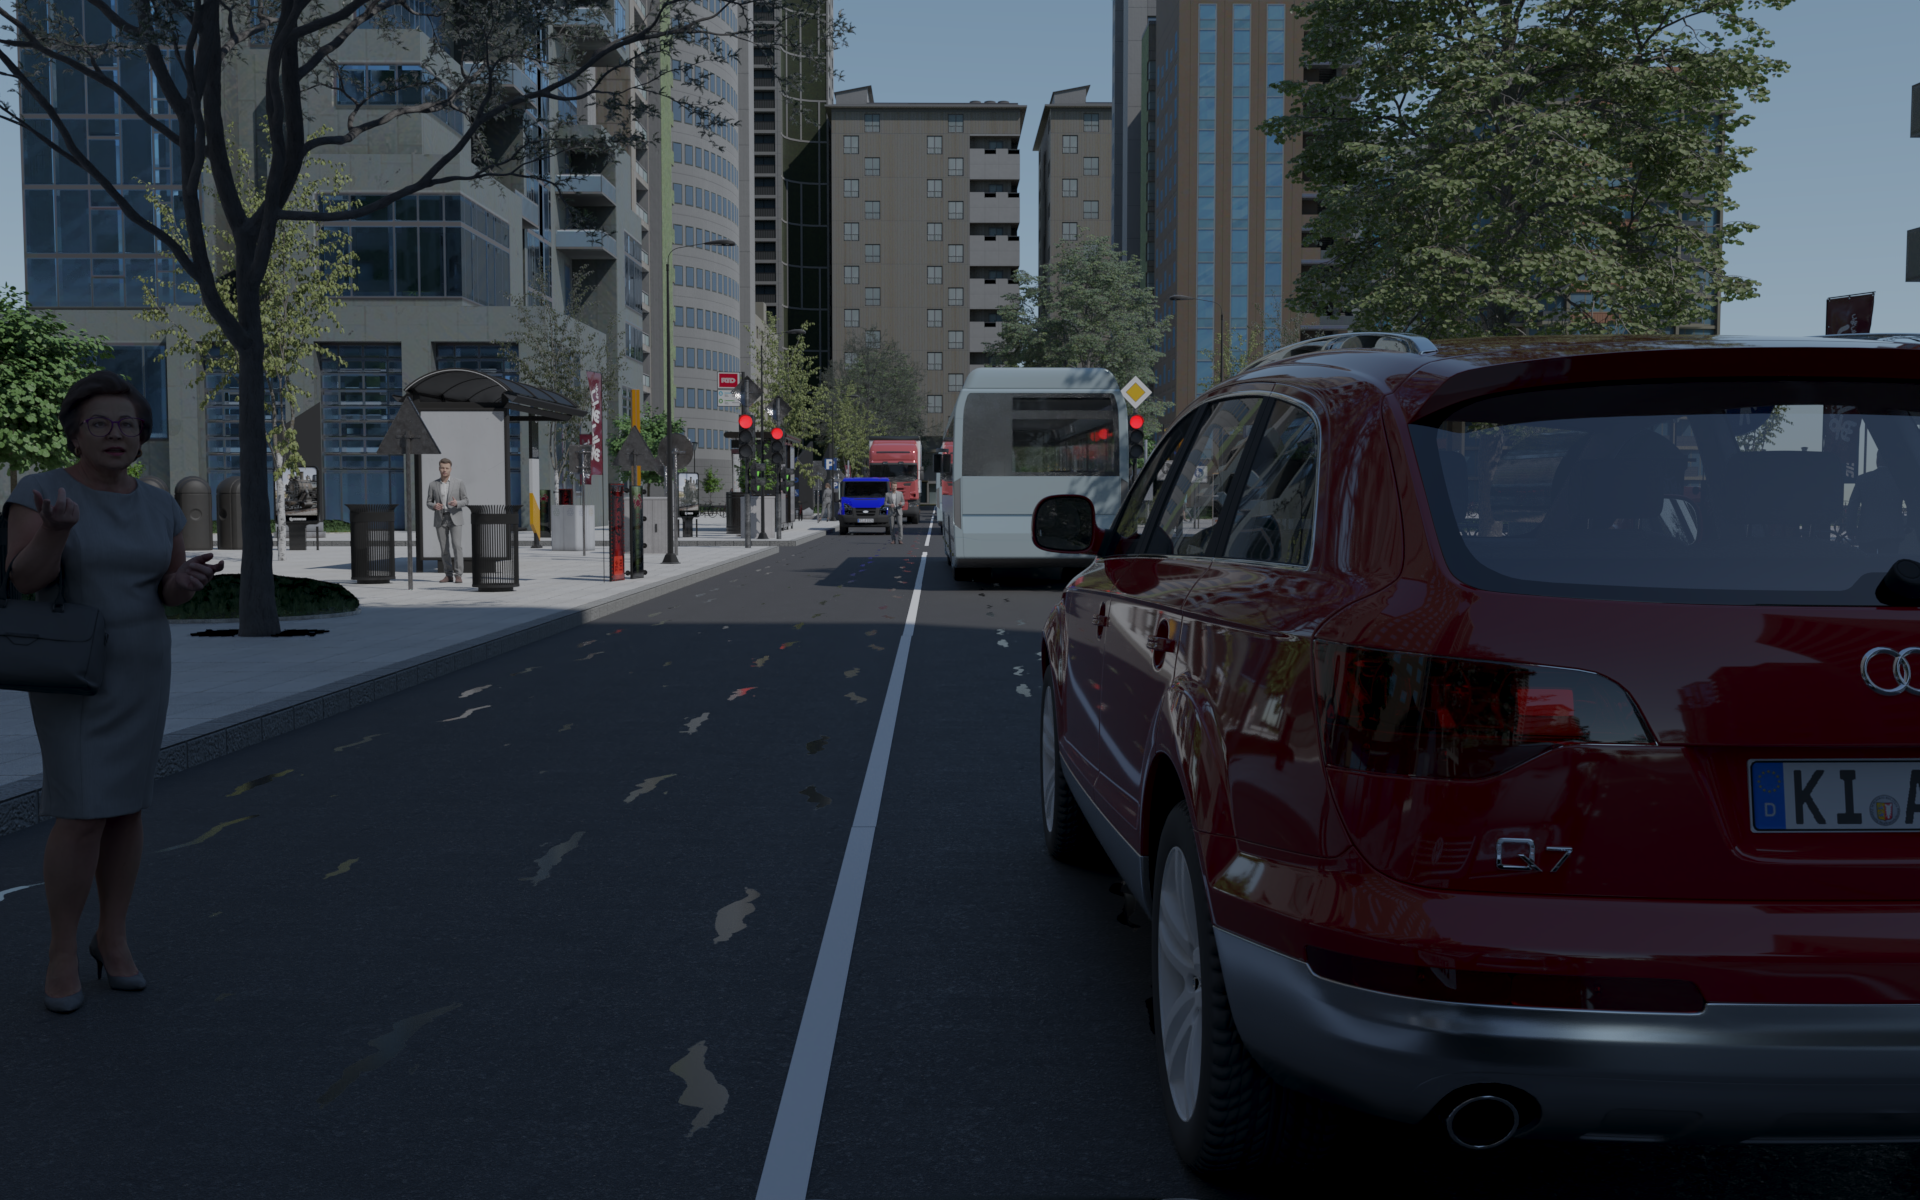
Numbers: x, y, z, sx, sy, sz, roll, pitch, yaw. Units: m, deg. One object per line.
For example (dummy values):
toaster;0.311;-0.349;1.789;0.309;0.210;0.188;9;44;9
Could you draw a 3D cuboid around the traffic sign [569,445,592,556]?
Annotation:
traffic sign;-7.788;-2.062;35.840;0.606;2.300;0.079;0;4;5

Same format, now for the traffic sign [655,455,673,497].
traffic sign;-8.839;-3.177;52.044;0.768;2.556;0.104;1;4;9

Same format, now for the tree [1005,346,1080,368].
tree;6.015;-12.461;121.858;7.486;12.596;7.792;0;3;0

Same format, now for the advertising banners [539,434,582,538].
advertising banners;-11.508;-3.318;50.439;2.074;3.025;0.090;1;4;21

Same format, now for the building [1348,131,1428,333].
building;53.652;-37.399;231.081;30.456;49.044;23.786;0;4;-1

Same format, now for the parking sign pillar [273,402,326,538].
parking sign pillar;-19.340;-3.801;50.617;1.447;3.967;1.447;-1;4;-18

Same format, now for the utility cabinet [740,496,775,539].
utility cabinet;-5.873;-2.392;50.276;1.020;1.237;0.306;-3;5;-41

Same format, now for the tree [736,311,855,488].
tree;-7.015;-7.268;69.193;4.737;8.622;4.395;0;3;0

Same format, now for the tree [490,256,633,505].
tree;-12.537;-6.381;54.686;4.360;8.622;3.978;0;3;0

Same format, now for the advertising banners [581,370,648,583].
advertising banners;-5.050;-1.792;25.491;0.090;3.025;2.074;1;4;12

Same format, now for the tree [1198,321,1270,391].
tree;12.237;-7.573;74.187;4.737;8.622;4.395;0;3;0

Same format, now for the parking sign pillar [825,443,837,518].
parking sign pillar;-6.986;-6.367;92.568;1.447;3.967;1.447;-1;4;-23

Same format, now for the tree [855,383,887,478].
tree;-6.981;-9.778;110.229;4.737;8.622;4.395;0;3;0

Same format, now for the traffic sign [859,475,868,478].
traffic sign;-6.486;-7.076;115.792;0.768;2.556;0.104;1;4;8

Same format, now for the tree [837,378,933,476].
tree;-7.493;-15.049;163.057;9.611;12.733;9.660;0;3;0

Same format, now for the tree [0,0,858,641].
tree;-6.376;-6.409;15.155;12.009;13.543;11.850;0;3;0

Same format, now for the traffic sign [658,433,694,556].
traffic sign;-5.929;-2.201;36.097;0.768;2.556;0.104;0;4;8

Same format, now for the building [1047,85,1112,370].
building;24.153;-39.313;232.005;27.495;52.752;28.713;0;4;-1

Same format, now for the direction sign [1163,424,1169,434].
direction sign;6.892;-3.948;56.542;0.379;3.537;0.876;3;5;43

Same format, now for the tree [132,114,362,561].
tree;-13.175;-5.045;32.848;4.737;8.622;4.395;0;3;0

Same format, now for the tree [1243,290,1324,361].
tree;12.122;-6.834;62.102;4.360;8.622;3.978;0;3;0

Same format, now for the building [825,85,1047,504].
building;-3.347;-39.328;232.245;27.495;52.752;28.713;0;4;-1

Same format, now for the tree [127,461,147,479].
tree;-28.348;-3.898;58.333;1.663;3.219;1.824;0;3;0

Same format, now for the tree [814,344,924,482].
tree;-7.824;-14.760;147.986;9.857;13.997;8.962;0;3;0

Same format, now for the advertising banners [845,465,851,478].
advertising banners;-6.281;-6.646;104.853;0.090;3.025;2.074;3;4;38

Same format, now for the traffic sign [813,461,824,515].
traffic sign;-8.672;-6.855;105.950;2.265;3.308;0.079;0;4;4

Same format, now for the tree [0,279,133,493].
tree;-14.495;-2.627;26.667;4.285;4.588;4.351;0;3;0

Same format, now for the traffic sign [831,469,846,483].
traffic sign;-6.380;-5.568;90.769;0.795;2.593;0.064;1;4;9

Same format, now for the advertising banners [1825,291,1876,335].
advertising banners;7.549;-1.211;15.995;0.090;3.025;2.074;-1;4;-19

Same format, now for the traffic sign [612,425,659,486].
traffic sign;-6.135;-2.000;32.711;0.884;2.594;0.081;0;4;1

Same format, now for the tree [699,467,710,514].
tree;-16.132;-7.185;112.071;1.663;3.219;1.824;0;3;0

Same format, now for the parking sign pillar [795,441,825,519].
parking sign pillar;-8.018;-6.107;88.318;1.447;3.967;1.447;2;4;28

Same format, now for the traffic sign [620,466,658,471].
traffic sign;-7.352;-2.426;39.665;0.884;2.594;0.081;0;4;7

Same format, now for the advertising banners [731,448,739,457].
advertising banners;-8.110;-4.274;66.067;0.090;3.025;2.074;-3;5;-43

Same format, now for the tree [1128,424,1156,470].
tree;6.132;-5.117;67.373;4.285;4.588;4.351;0;3;0

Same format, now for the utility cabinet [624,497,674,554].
utility cabinet;-6.714;-1.602;37.357;1.020;1.237;0.306;0;4;3

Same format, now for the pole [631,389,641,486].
pole;-6.337;-2.449;33.883;0.158;3.312;0.155;0;3;0

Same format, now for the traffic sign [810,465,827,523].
traffic sign;-6.256;-4.664;76.356;0.768;2.556;0.104;0;4;6

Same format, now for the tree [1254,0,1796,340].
tree;7.837;-6.518;24.691;7.486;12.596;7.792;0;3;0

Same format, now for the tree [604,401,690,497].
tree;-10.975;-4.742;61.240;4.285;4.588;4.351;0;3;0

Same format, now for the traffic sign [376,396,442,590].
traffic sign;-7.355;-1.413;23.110;0.884;2.594;0.081;0;4;4

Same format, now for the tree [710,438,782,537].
tree;-6.279;-3.527;52.262;1.663;3.219;1.824;0;3;0

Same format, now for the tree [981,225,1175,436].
tree;5.759;-10.857;84.167;9.857;13.997;8.962;0;3;0
